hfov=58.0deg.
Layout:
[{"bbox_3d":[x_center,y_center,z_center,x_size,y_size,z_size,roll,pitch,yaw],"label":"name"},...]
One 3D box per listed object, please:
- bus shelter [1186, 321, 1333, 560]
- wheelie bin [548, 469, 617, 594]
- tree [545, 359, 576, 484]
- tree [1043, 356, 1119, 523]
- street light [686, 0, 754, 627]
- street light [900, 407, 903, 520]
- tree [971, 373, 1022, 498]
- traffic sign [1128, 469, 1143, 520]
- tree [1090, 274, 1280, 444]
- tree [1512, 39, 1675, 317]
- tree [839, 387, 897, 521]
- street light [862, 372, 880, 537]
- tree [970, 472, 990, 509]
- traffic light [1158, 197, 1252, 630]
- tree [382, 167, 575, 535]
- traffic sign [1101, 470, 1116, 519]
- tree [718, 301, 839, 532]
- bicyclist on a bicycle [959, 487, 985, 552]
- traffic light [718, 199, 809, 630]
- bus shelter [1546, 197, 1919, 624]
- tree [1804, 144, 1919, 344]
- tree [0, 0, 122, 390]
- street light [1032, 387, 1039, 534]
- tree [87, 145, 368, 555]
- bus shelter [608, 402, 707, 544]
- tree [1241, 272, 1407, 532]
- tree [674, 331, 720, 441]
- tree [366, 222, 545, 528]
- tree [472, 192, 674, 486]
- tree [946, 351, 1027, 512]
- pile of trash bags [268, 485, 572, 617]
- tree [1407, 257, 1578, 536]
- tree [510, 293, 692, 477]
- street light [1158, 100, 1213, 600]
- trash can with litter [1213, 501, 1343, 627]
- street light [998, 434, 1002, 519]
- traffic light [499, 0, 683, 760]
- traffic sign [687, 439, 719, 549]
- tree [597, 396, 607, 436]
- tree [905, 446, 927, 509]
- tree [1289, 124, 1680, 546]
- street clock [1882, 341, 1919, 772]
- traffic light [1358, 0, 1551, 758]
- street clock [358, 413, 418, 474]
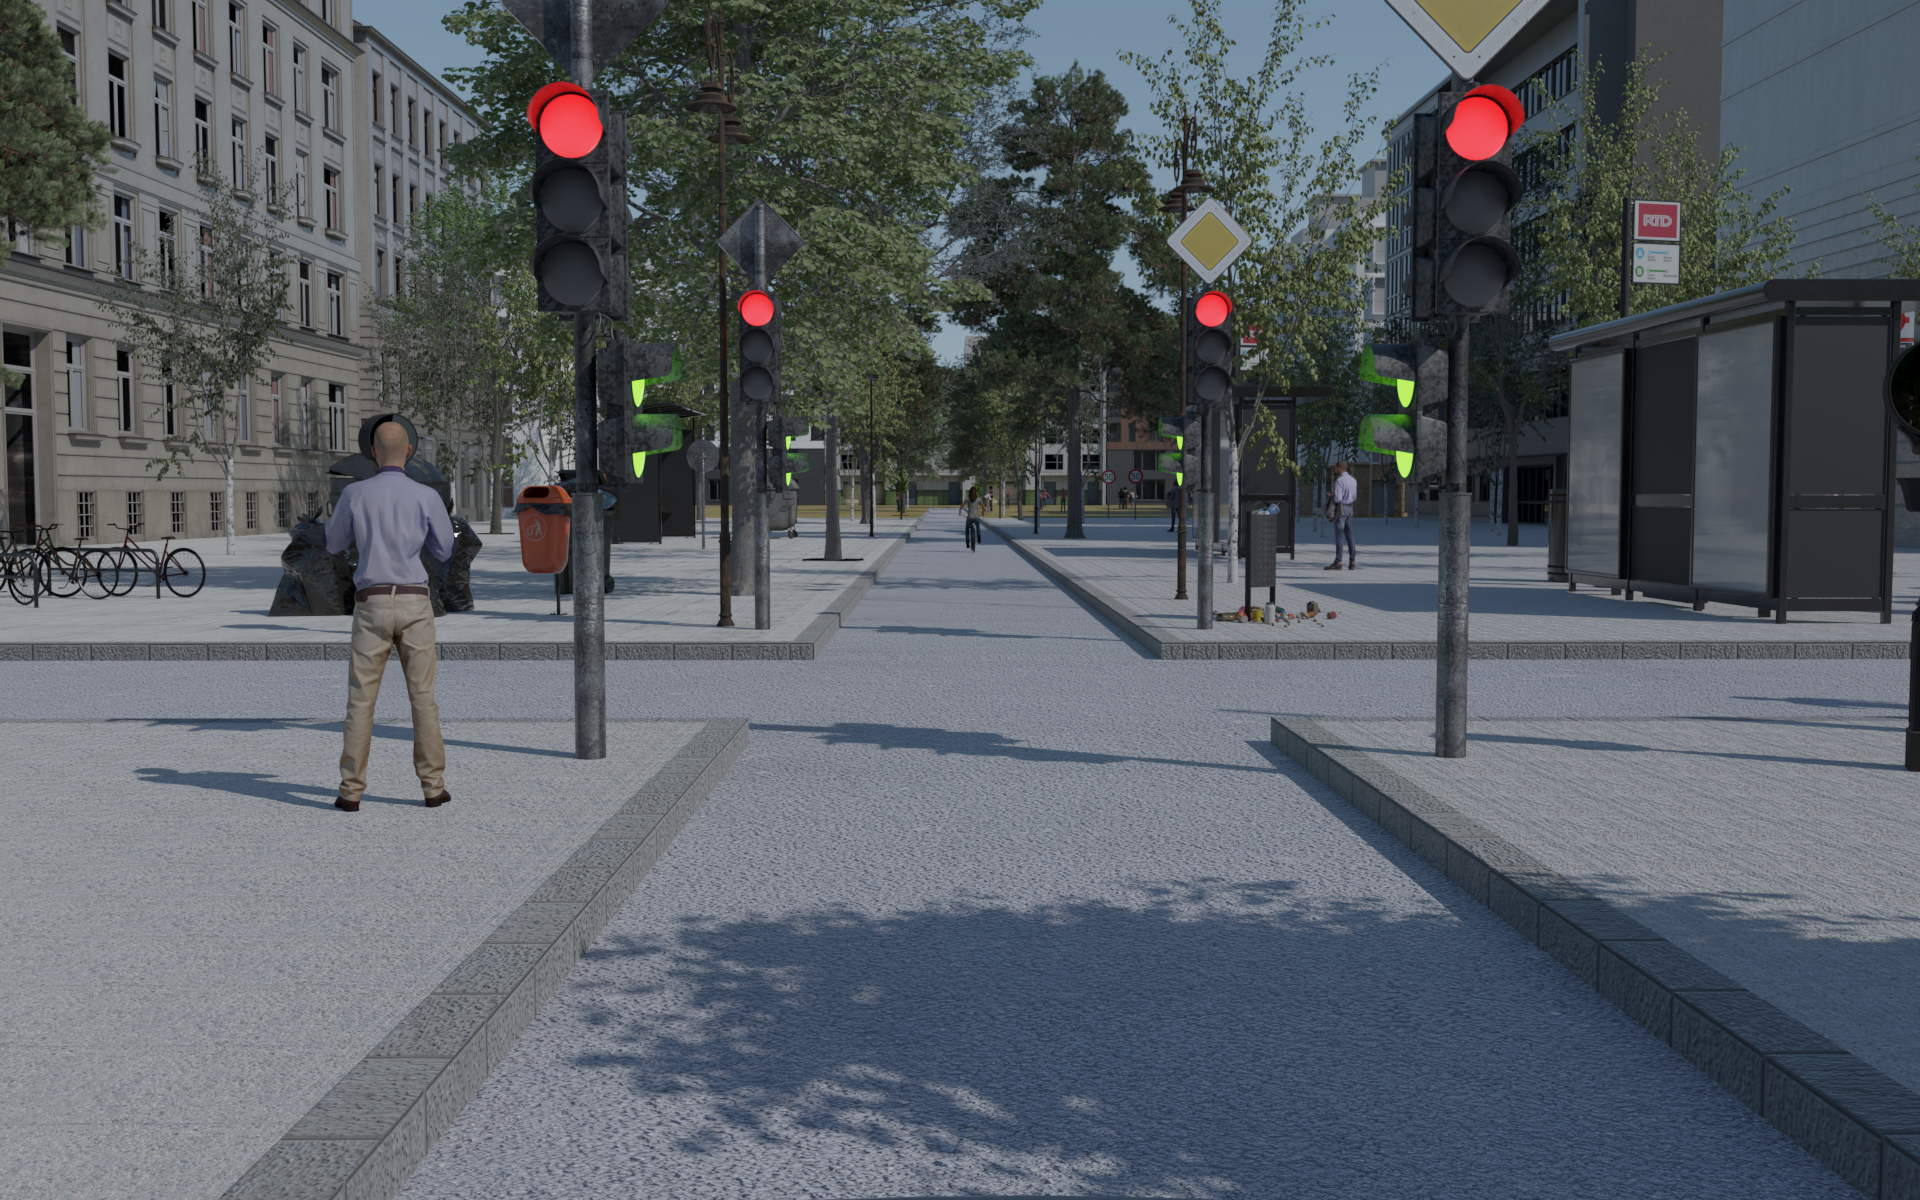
[{"bbox_3d":[6.170,-3.687,37.907,2.179,5.291,8.768,0,4,0],"label":"bus shelter"},{"bbox_3d":[-4.839,-0.875,22.217,0.980,1.594,0.693,1,4,20],"label":"wheelie bin"},{"bbox_3d":[-16.700,-6.833,62.074,4.360,8.622,3.978,0,3,0],"label":"tree"},{"bbox_3d":[5.196,-7.630,75.116,4.360,8.622,3.978,0,3,0],"label":"tree"},{"bbox_3d":[-2.280,-2.684,16.674,0.468,5.910,1.993,0,4,-1],"label":"street light"},{"bbox_3d":[-2.955,-6.986,87.007,0.468,5.910,1.993,0,4,-1],"label":"street light"},{"bbox_3d":[2.345,-15.532,160.605,9.857,13.997,8.962,0,3,0],"label":"tree"},{"bbox_3d":[8.789,-5.300,86.764,0.768,2.556,0.104,0,4,0],"label":"traffic sign"},{"bbox_3d":[9.705,-8.130,67.338,7.601,10.594,8.767,1,4,15],"label":"tree"},{"bbox_3d":[11.071,-4.782,28.553,4.737,8.622,4.395,0,3,0],"label":"tree"},{"bbox_3d":[-5.096,-8.051,81.993,4.360,8.622,3.978,0,3,0],"label":"tree"},{"bbox_3d":[-2.661,-4.845,51.999,0.468,5.910,1.993,0,4,-1],"label":"street light"},{"bbox_3d":[1.873,-9.589,151.379,1.663,3.219,1.824,0,3,0],"label":"tree"},{"bbox_3d":[2.309,-1.658,16.347,0.839,4.213,0.868,0,4,-1],"label":"traffic light"},{"bbox_3d":[-14.630,-7.885,54.680,9.928,11.665,9.643,0,3,0],"label":"tree"},{"bbox_3d":[7.731,-5.508,90.160,0.768,2.556,0.104,0,4,1],"label":"traffic sign"},{"bbox_3d":[-6.458,-6.629,58.742,4.360,8.622,3.978,0,3,0],"label":"tree"},{"bbox_3d":[0.313,-2.004,42.793,1.499,1.676,1.625,0,4,-2],"label":"bicyclist on a bicycle"},{"bbox_3d":[-1.852,-1.654,16.293,0.839,4.213,0.868,0,4,-1],"label":"traffic light"},{"bbox_3d":[8.822,-2.665,21.201,2.179,5.291,8.768,0,4,-1],"label":"bus shelter"},{"bbox_3d":[19.115,-5.016,32.369,4.737,8.622,4.395,0,3,0],"label":"tree"},{"bbox_3d":[-17.399,-7.285,26.534,7.806,13.903,7.818,0,3,0],"label":"tree"},{"bbox_3d":[2.452,-5.079,55.822,0.468,5.910,1.993,0,4,-1],"label":"street light"},{"bbox_3d":[-15.564,-5.259,36.343,4.360,8.622,3.978,0,3,0],"label":"tree"},{"bbox_3d":[-8.154,-3.419,47.184,1.731,3.624,6.357,0,4,0],"label":"bus shelter"},{"bbox_3d":[12.232,-6.611,58.446,4.360,8.622,3.978,0,3,0],"label":"tree"},{"bbox_3d":[-12.588,-7.743,76.968,4.737,8.622,4.395,0,3,0],"label":"tree"},{"bbox_3d":[-13.793,-5.855,46.093,4.360,8.622,3.978,0,3,0],"label":"tree"},{"bbox_3d":[-9.728,-5.553,41.158,4.737,8.622,4.395,0,3,0],"label":"tree"},{"bbox_3d":[1.836,-12.426,125.222,6.751,12.117,7.091,0,3,0],"label":"tree"},{"bbox_3d":[-5.680,-0.539,18.564,3.447,1.369,1.912,1,4,17],"label":"pile of trash bags"},{"bbox_3d":[16.713,-6.268,52.850,4.360,8.622,3.978,0,3,0],"label":"tree"},{"bbox_3d":[-14.700,-8.291,69.969,8.767,10.594,7.601,2,4,23],"label":"tree"},{"bbox_3d":[2.697,-2.943,20.910,0.468,5.910,1.993,0,4,-1],"label":"street light"},{"bbox_3d":[3.385,-0.414,17.826,1.678,1.210,2.233,3,5,39],"label":"trash can with litter"},{"bbox_3d":[2.100,-7.207,90.625,0.468,5.910,1.993,0,4,-1],"label":"street light"},{"bbox_3d":[-1.779,-1.166,8.308,0.839,4.213,0.868,0,4,-1],"label":"traffic light"},{"bbox_3d":[-5.992,-2.464,40.385,0.768,2.556,0.104,0,4,2],"label":"traffic sign"},{"bbox_3d":[-19.995,-8.505,89.417,4.360,8.622,3.978,0,3,0],"label":"tree"},{"bbox_3d":[-4.461,-12.097,148.150,4.360,8.622,3.978,0,3,0],"label":"tree"},{"bbox_3d":[14.013,-6.642,43.015,8.767,10.594,7.601,3,5,44],"label":"tree"},{"bbox_3d":[4.507,-0.209,7.989,0.471,2.002,0.358,1,4,22],"label":"street clock"},{"bbox_3d":[2.382,-1.169,8.362,0.839,4.213,0.868,0,4,-1],"label":"traffic light"},{"bbox_3d":[-5.157,-0.679,15.670,0.471,2.002,0.358,-3,5,-43],"label":"street clock"}]
